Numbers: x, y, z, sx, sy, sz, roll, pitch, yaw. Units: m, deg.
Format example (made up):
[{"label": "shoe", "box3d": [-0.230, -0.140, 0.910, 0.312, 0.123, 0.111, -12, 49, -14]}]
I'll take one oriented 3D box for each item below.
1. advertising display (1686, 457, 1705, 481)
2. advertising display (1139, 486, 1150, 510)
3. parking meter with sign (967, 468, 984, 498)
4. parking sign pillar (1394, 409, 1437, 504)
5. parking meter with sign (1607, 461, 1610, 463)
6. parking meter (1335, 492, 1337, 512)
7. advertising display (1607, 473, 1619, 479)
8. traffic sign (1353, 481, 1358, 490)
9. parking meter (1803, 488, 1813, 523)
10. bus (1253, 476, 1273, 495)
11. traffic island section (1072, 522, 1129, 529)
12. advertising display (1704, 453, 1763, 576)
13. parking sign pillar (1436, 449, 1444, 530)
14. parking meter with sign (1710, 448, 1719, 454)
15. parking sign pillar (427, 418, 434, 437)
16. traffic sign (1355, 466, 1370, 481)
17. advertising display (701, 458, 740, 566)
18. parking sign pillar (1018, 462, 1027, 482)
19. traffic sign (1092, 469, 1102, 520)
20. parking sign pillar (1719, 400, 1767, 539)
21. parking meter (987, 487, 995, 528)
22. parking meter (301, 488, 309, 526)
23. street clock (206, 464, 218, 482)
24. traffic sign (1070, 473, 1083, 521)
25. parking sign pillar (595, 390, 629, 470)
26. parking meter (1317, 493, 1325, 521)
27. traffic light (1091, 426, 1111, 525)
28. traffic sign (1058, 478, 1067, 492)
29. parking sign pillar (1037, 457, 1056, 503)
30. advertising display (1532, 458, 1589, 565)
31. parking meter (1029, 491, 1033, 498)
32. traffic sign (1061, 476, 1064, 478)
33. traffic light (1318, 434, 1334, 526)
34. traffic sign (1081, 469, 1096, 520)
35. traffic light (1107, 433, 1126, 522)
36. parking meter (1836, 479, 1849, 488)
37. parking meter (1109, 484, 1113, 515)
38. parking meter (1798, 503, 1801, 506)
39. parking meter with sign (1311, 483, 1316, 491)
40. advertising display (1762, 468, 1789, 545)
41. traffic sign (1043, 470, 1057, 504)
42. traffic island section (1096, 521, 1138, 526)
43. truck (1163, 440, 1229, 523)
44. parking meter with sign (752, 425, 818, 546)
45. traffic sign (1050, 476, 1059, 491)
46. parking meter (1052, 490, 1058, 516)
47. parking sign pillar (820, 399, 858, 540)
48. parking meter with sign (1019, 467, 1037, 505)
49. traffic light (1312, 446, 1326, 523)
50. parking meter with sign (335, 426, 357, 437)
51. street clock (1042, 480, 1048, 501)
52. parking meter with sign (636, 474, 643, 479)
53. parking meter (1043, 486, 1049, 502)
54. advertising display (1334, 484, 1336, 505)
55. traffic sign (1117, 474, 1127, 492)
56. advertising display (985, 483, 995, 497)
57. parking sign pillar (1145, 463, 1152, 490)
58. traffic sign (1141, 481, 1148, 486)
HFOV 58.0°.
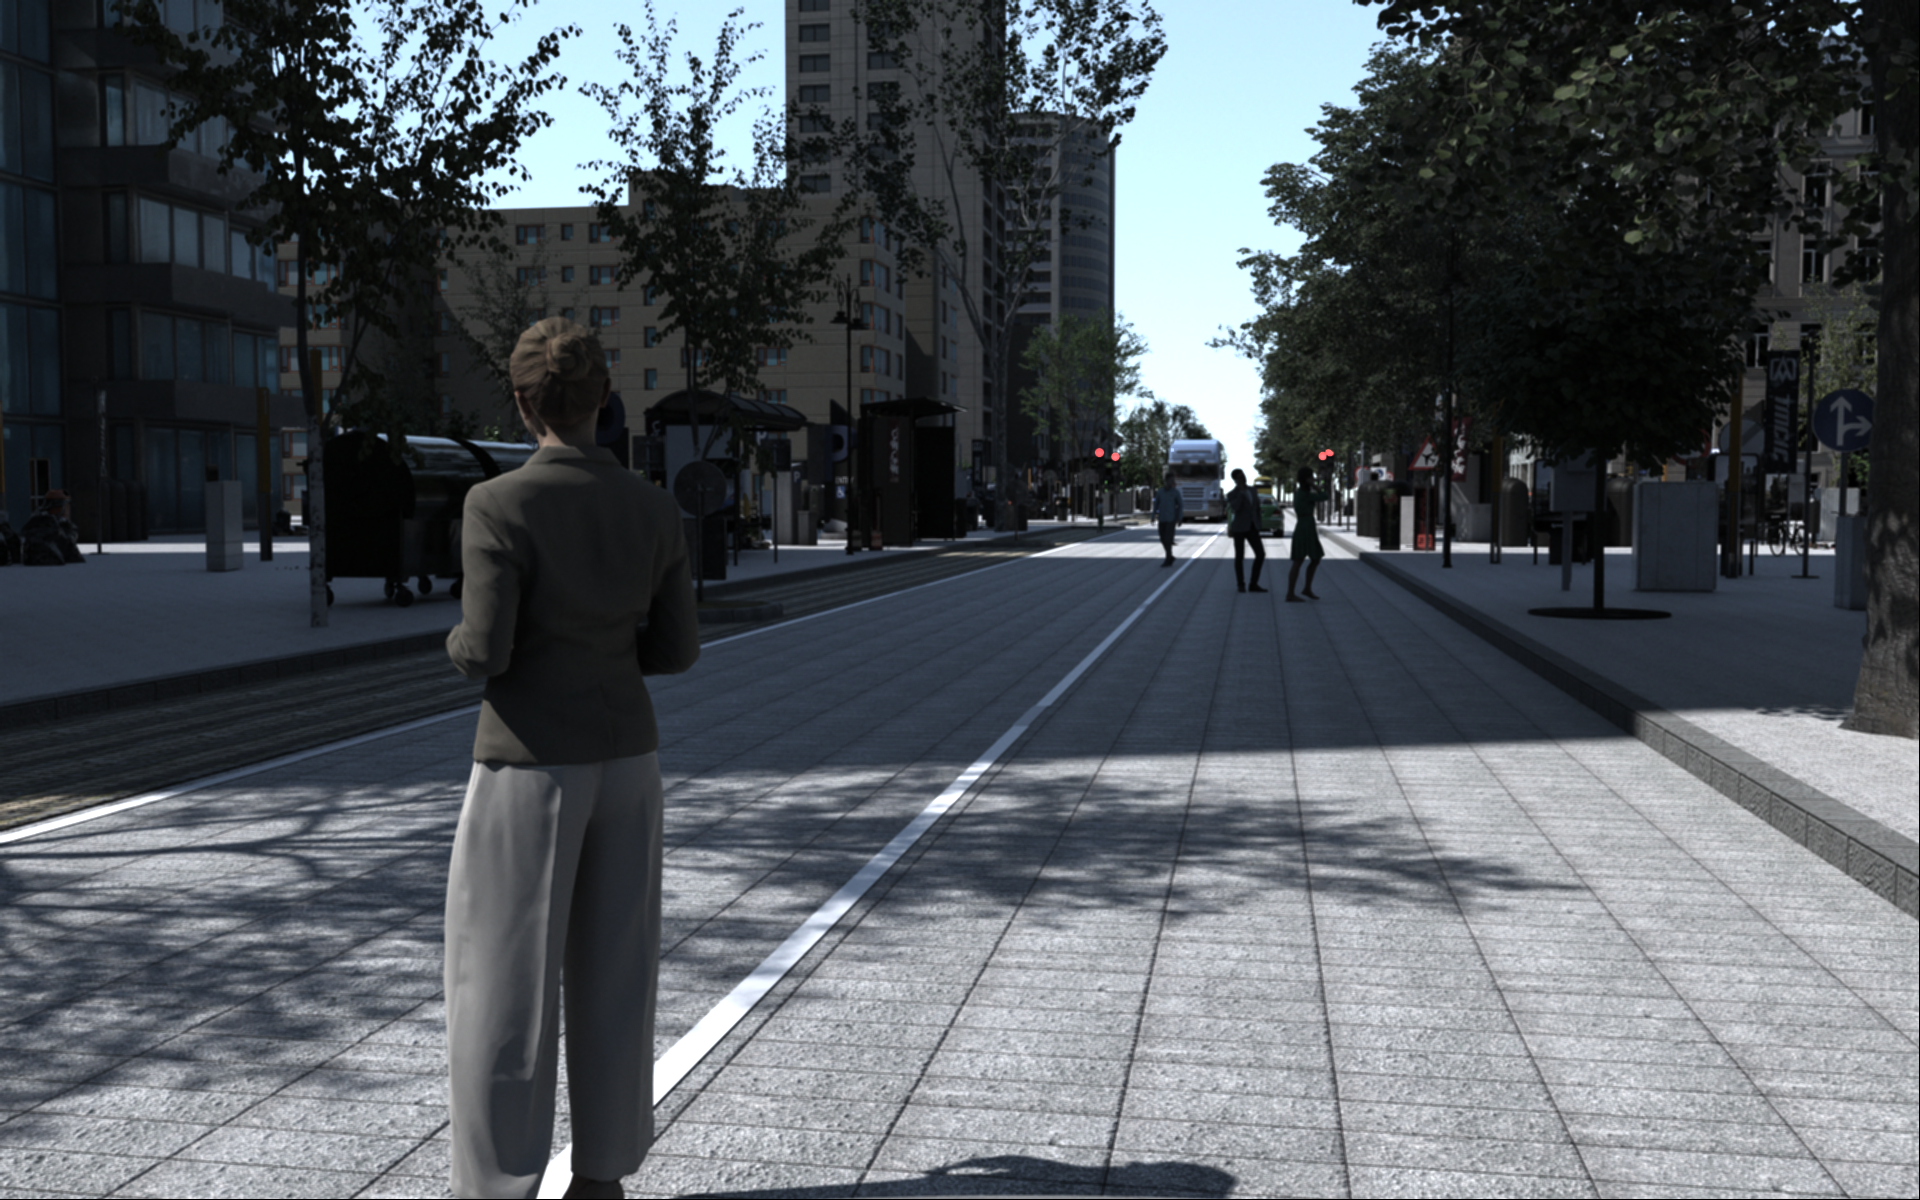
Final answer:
[{"label": "advertising display", "box3d": [12.907, -1.532, 30.260, 0.123, 1.923, 0.974, 0, 4, 2]}, {"label": "advertising display", "box3d": [14.481, -8.001, 136.028, 0.974, 1.923, 0.123, 2, 4, 34]}, {"label": "parking meter with sign", "box3d": [1.280, -7.428, 117.708, 0.543, 3.016, 1.738, 3, 5, 44]}, {"label": "parking sign pillar", "box3d": [14.149, -4.071, 55.040, 1.447, 3.967, 1.447, 2, 4, 27]}, {"label": "parking meter with sign", "box3d": [23.904, -4.244, 65.654, 1.738, 3.016, 0.543, -3, 5, -39]}, {"label": "parking meter", "box3d": [26.095, -6.876, 120.840, 0.372, 1.533, 0.369, 0, 3, 0]}, {"label": "advertising display", "box3d": [20.120, -3.000, 54.266, 0.123, 1.923, 0.974, -3, 5, -45]}, {"label": "traffic sign", "box3d": [33.350, -8.958, 146.561, 0.768, 2.556, 0.104, 1, 4, 18]}, {"label": "parking meter", "box3d": [37.236, -4.137, 76.056, 0.372, 1.533, 0.369, 0, 3, 0]}, {"label": "bus", "box3d": [42.159, -15.257, 241.002, 2.896, 3.916, 12.252, 1, 4, 10]}, {"label": "traffic island section", "box3d": [5.742, -3.006, 71.425, 2.009, 0.180, 2.903, 1, 4, 10]}, {"label": "advertising display", "box3d": [12.149, -1.347, 27.231, 0.974, 1.923, 0.123, -2, 4, -23]}, {"label": "parking sign pillar", "box3d": [17.761, -4.522, 62.404, 1.447, 3.967, 1.447, 1, 4, 12]}, {"label": "parking meter with sign", "box3d": [29.468, -4.276, 66.174, 1.738, 3.016, 0.543, -2, 4, -25]}, {"label": "parking sign pillar", "box3d": [-18.819, -4.497, 61.994, 1.447, 3.967, 1.447, -1, 4, -23]}, {"label": "traffic sign", "box3d": [17.877, -4.702, 76.986, 0.768, 2.556, 0.104, 1, 4, 19]}, {"label": "advertising display", "box3d": [-4.346, -1.586, 31.137, 0.974, 1.923, 0.123, 3, 4, 36]}, {"label": "parking sign pillar", "box3d": [5.298, -9.692, 146.934, 1.447, 3.967, 1.447, 1, 4, 16]}, {"label": "traffic sign", "box3d": [6.779, -5.327, 87.200, 0.768, 2.556, 0.104, 1, 4, 12]}, {"label": "parking sign pillar", "box3d": [22.673, -3.771, 50.130, 1.447, 3.967, 1.447, -2, 4, -34]}, {"label": "parking meter", "box3d": [1.210, -3.528, 66.100, 0.372, 1.533, 0.369, 0, 3, 0]}, {"label": "parking meter", "box3d": [-26.522, -3.784, 70.282, 0.372, 1.533, 0.369, 0, 3, 0]}, {"label": "street clock", "box3d": [-18.205, -2.302, 42.201, 0.358, 2.002, 0.471, -2, 4, -31]}, {"label": "traffic sign", "box3d": [5.606, -4.977, 83.501, 0.606, 2.300, 0.079, 1, 4, 19]}, {"label": "parking sign pillar", "box3d": [-6.734, -2.674, 32.188, 1.447, 3.967, 1.447, 2, 4, 30]}, {"label": "parking meter", "box3d": [17.202, -4.533, 82.524, 0.372, 1.533, 0.369, 0, 3, 0]}, {"label": "traffic light", "box3d": [5.780, -5.037, 71.283, 0.839, 4.253, 0.868, 1, 4, 10]}, {"label": "traffic sign", "box3d": [6.405, -6.545, 109.145, 0.606, 2.300, 0.079, 1, 4, 12]}, {"label": "parking sign pillar", "box3d": [6.200, -8.316, 124.445, 1.447, 3.967, 1.447, -1, 4, -11]}, {"label": "advertising display", "box3d": [10.885, -1.601, 31.396, 0.974, 1.923, 0.123, 0, 4, 8]}, {"label": "parking meter", "box3d": [5.154, -7.244, 126.856, 0.372, 1.533, 0.369, 0, 3, 0]}, {"label": "traffic sign", "box3d": [6.794, -7.196, 117.764, 0.768, 2.556, 0.104, 1, 4, 11]}, {"label": "traffic light", "box3d": [14.860, -4.943, 69.739, 0.839, 4.253, 0.868, 1, 4, 10]}, {"label": "traffic sign", "box3d": [6.368, -5.270, 86.264, 0.768, 2.556, 0.104, 1, 4, 10]}, {"label": "traffic light", "box3d": [7.137, -5.519, 79.153, 0.839, 4.253, 0.868, 1, 4, 10]}, {"label": "parking meter", "box3d": [33.095, -3.626, 64.988, 0.255, 1.863, 0.399, -1, 4, -15]}, {"label": "parking meter", "box3d": [9.087, -6.022, 104.173, 0.255, 1.863, 0.399, 1, 4, 9]}, {"label": "parking meter", "box3d": [41.347, -4.886, 85.598, 0.399, 1.863, 0.255, 1, 4, 15]}, {"label": "parking meter with sign", "box3d": [24.990, -7.704, 122.220, 1.738, 3.016, 0.543, -2, 4, -23]}, {"label": "advertising display", "box3d": [20.556, -2.356, 43.735, 0.974, 1.923, 0.123, -2, 4, -31]}, {"label": "traffic sign", "box3d": [4.684, -5.542, 90.713, 0.768, 2.556, 0.104, 1, 4, 15]}, {"label": "traffic island section", "box3d": [7.100, -3.487, 79.294, 2.009, 0.180, 2.903, 1, 4, 10]}, {"label": "truck", "box3d": [12.729, -6.215, 91.372, 2.967, 4.110, 18.799, 1, 4, 10]}, {"label": "parking meter with sign", "box3d": [-4.344, -2.877, 43.300, 1.738, 3.016, 0.543, 2, 4, 33]}, {"label": "traffic sign", "box3d": [5.794, -6.623, 108.390, 0.768, 2.556, 0.104, 1, 4, 19]}, {"label": "parking meter", "box3d": [5.490, -5.604, 100.037, 0.372, 1.533, 0.369, 0, 3, 0]}, {"label": "parking sign pillar", "box3d": [-3.238, -3.691, 48.812, 1.447, 3.967, 1.447, 3, 5, 40]}, {"label": "parking meter with sign", "box3d": [4.052, -7.034, 111.268, 1.738, 3.016, 0.543, 2, 4, 34]}, {"label": "traffic light", "box3d": [16.218, -5.424, 77.608, 0.839, 4.253, 0.868, 1, 4, 10]}, {"label": "parking meter with sign", "box3d": [-15.680, -2.885, 43.430, 0.543, 3.016, 1.738, 0, 4, 2]}, {"label": "street clock", "box3d": [4.431, -5.244, 90.307, 0.358, 2.002, 0.471, 1, 4, 14]}, {"label": "parking meter with sign", "box3d": [-12.406, -4.255, 65.837, 0.543, 3.016, 1.738, 3, 5, 43]}, {"label": "parking meter", "box3d": [5.485, -6.409, 110.490, 0.255, 1.863, 0.399, -1, 4, -14]}, {"label": "advertising display", "box3d": [25.296, -6.834, 116.953, 0.123, 1.923, 0.974, 1, 4, 9]}, {"label": "traffic sign", "box3d": [10.212, -6.714, 109.877, 0.768, 2.556, 0.104, 1, 4, 18]}, {"label": "advertising display", "box3d": [1.982, -6.078, 104.595, 0.974, 1.923, 0.123, 0, 4, -6]}, {"label": "parking sign pillar", "box3d": [15.898, -9.783, 148.426, 1.447, 3.967, 1.447, -3, 5, -44]}, {"label": "traffic sign", "box3d": [15.630, -8.997, 147.202, 0.768, 2.556, 0.104, 1, 4, 19]}]
